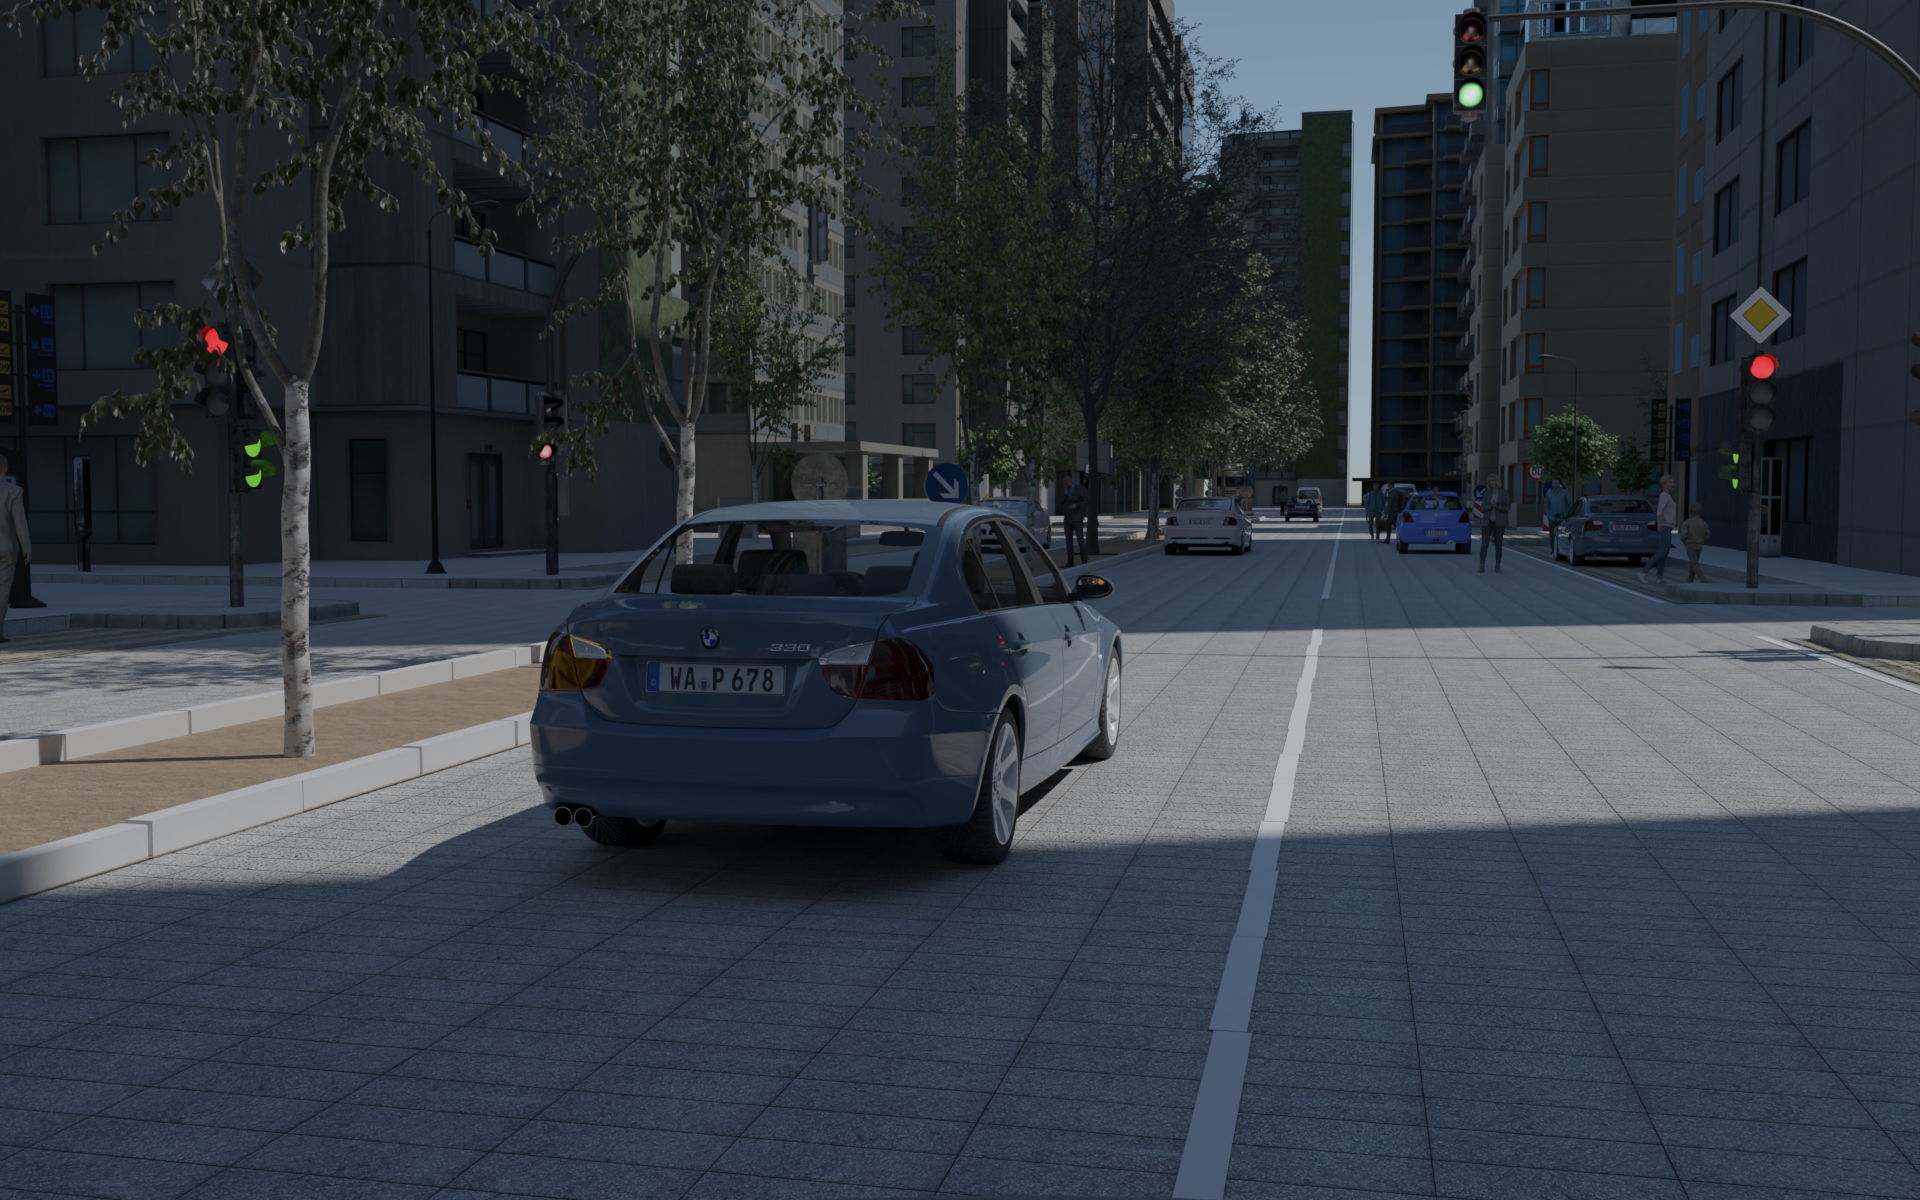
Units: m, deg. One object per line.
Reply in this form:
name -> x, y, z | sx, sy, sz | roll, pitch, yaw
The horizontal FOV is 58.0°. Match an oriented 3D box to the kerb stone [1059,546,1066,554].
kerb stone -> 2.333, -1.168, 41.296 | 0.120, 0.150, 1.000 | 1, 4, 13

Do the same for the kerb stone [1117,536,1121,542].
kerb stone -> 4.580, -1.781, 51.316 | 0.120, 0.150, 1.000 | 1, 4, 13

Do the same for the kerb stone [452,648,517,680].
kerb stone -> -3.828, 0.518, 13.762 | 0.120, 0.150, 1.000 | 1, 4, 13

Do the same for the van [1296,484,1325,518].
van -> 21.086, -5.983, 104.837 | 2.013, 2.044, 4.112 | 1, 4, 11

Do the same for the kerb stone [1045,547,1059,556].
kerb stone -> 2.107, -1.103, 40.299 | 0.120, 0.150, 1.000 | 1, 4, 13

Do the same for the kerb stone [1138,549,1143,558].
kerb stone -> 3.935, -1.019, 38.857 | 0.120, 0.150, 1.000 | 1, 4, 13

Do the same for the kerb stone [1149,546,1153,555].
kerb stone -> 4.386, -1.136, 40.852 | 0.120, 0.150, 1.000 | 1, 4, 13

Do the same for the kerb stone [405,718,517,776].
kerb stone -> -2.682, 0.788, 9.305 | 0.120, 0.150, 1.000 | 1, 4, 13

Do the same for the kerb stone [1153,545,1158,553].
kerb stone -> 4.612, -1.199, 41.848 | 0.120, 0.150, 1.000 | 1, 4, 13

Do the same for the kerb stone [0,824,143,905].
kerb stone -> -3.347, 0.983, 6.307 | 0.120, 0.150, 1.000 | 1, 4, 13

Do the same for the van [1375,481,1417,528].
van -> 18.019, -3.938, 71.406 | 2.013, 2.044, 4.112 | 1, 4, 11

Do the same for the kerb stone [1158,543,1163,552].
kerb stone -> 4.838, -1.263, 42.852 | 0.120, 0.150, 1.000 | 1, 4, 13

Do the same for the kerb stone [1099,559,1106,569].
kerb stone -> 2.592, -0.651, 32.844 | 0.120, 0.150, 1.000 | 1, 4, 13

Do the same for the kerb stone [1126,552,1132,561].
kerb stone -> 3.487, -0.896, 36.851 | 0.120, 0.150, 1.000 | 1, 4, 13

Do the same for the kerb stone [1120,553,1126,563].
kerb stone -> 3.271, -0.835, 35.846 | 0.120, 0.150, 1.000 | 1, 4, 13

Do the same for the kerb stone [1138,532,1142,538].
kerb stone -> 5.709, -2.087, 56.324 | 0.120, 0.150, 1.000 | 1, 4, 13

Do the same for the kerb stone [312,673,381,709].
kerb stone -> -4.281, 0.641, 11.769 | 0.120, 0.150, 1.000 | 1, 4, 13

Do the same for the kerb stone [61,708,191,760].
kerb stone -> -4.732, 0.760, 9.770 | 0.120, 0.150, 1.000 | 1, 4, 13

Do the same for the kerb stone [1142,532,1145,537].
kerb stone -> 5.926, -2.147, 57.324 | 0.120, 0.150, 1.000 | 1, 4, 13

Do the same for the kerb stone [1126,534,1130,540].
kerb stone -> 5.030, -1.903, 53.315 | 0.120, 0.150, 1.000 | 1, 4, 13

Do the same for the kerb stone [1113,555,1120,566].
kerb stone -> 3.045, -0.773, 34.841 | 0.120, 0.150, 1.000 | 1, 4, 13

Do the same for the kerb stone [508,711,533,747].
kerb stone -> -2.451, 0.727, 10.303 | 0.120, 0.150, 1.000 | 1, 4, 13

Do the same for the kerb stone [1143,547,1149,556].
kerb stone -> 4.169, -1.080, 39.852 | 0.120, 0.150, 1.000 | 1, 4, 13

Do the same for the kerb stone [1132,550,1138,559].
kerb stone -> 3.718, -0.958, 37.858 | 0.120, 0.150, 1.000 | 1, 4, 13

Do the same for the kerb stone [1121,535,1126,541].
kerb stone -> 4.807, -1.841, 52.318 | 0.120, 0.150, 1.000 | 1, 4, 13

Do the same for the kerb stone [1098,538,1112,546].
kerb stone -> 4.130, -1.655, 49.317 | 0.120, 0.150, 1.000 | 1, 4, 13

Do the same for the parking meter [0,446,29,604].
parking meter -> -11.115, -0.889, 20.246 | 0.399, 1.863, 0.255 | -3, 4, -37

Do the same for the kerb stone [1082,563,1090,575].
kerb stone -> 2.145, -0.529, 30.848 | 0.120, 0.150, 1.000 | 1, 4, 13

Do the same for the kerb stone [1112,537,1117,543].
kerb stone -> 4.363, -1.720, 50.312 | 0.120, 0.150, 1.000 | 1, 4, 13

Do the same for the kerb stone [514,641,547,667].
kerb stone -> -3.607, 0.455, 14.760 | 0.120, 0.150, 1.000 | 1, 4, 13

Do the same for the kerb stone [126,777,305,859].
kerb stone -> -3.120, 0.911, 7.302 | 0.120, 0.150, 1.000 | 1, 4, 13

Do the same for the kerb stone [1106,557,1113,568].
kerb stone -> 2.823, -0.710, 33.843 | 0.120, 0.150, 1.000 | 1, 4, 13

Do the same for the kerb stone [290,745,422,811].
kerb stone -> -2.906, 0.856, 8.302 | 0.120, 0.150, 1.000 | 1, 4, 13

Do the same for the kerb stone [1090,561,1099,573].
kerb stone -> 2.372, -0.590, 31.845 | 0.120, 0.150, 1.000 | 1, 4, 13

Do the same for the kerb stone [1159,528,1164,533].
kerb stone -> 7.721, -2.638, 65.327 | 0.120, 0.150, 1.000 | 1, 4, 13

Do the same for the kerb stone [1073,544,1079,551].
kerb stone -> 2.779, -1.291, 43.305 | 0.120, 0.150, 1.000 | 1, 4, 13

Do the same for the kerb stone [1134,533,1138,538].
kerb stone -> 5.483, -2.026, 55.315 | 0.120, 0.150, 1.000 | 1, 4, 13

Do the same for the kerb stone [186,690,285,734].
kerb stone -> -4.507, 0.699, 10.772 | 0.120, 0.150, 1.000 | 1, 4, 13

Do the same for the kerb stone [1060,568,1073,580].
kerb stone -> 1.697, -0.407, 28.844 | 0.120, 0.150, 1.000 | 1, 4, 13

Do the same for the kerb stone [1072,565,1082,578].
kerb stone -> 1.923, -0.468, 29.846 | 0.120, 0.150, 1.000 | 1, 4, 13

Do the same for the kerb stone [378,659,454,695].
kerb stone -> -4.055, 0.577, 12.766 | 0.120, 0.150, 1.000 | 1, 4, 13

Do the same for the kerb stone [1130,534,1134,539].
kerb stone -> 5.251, -1.957, 54.320 | 0.120, 0.150, 1.000 | 1, 4, 13

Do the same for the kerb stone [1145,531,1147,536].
kerb stone -> 6.155, -2.209, 58.321 | 0.120, 0.150, 1.000 | 1, 4, 13
